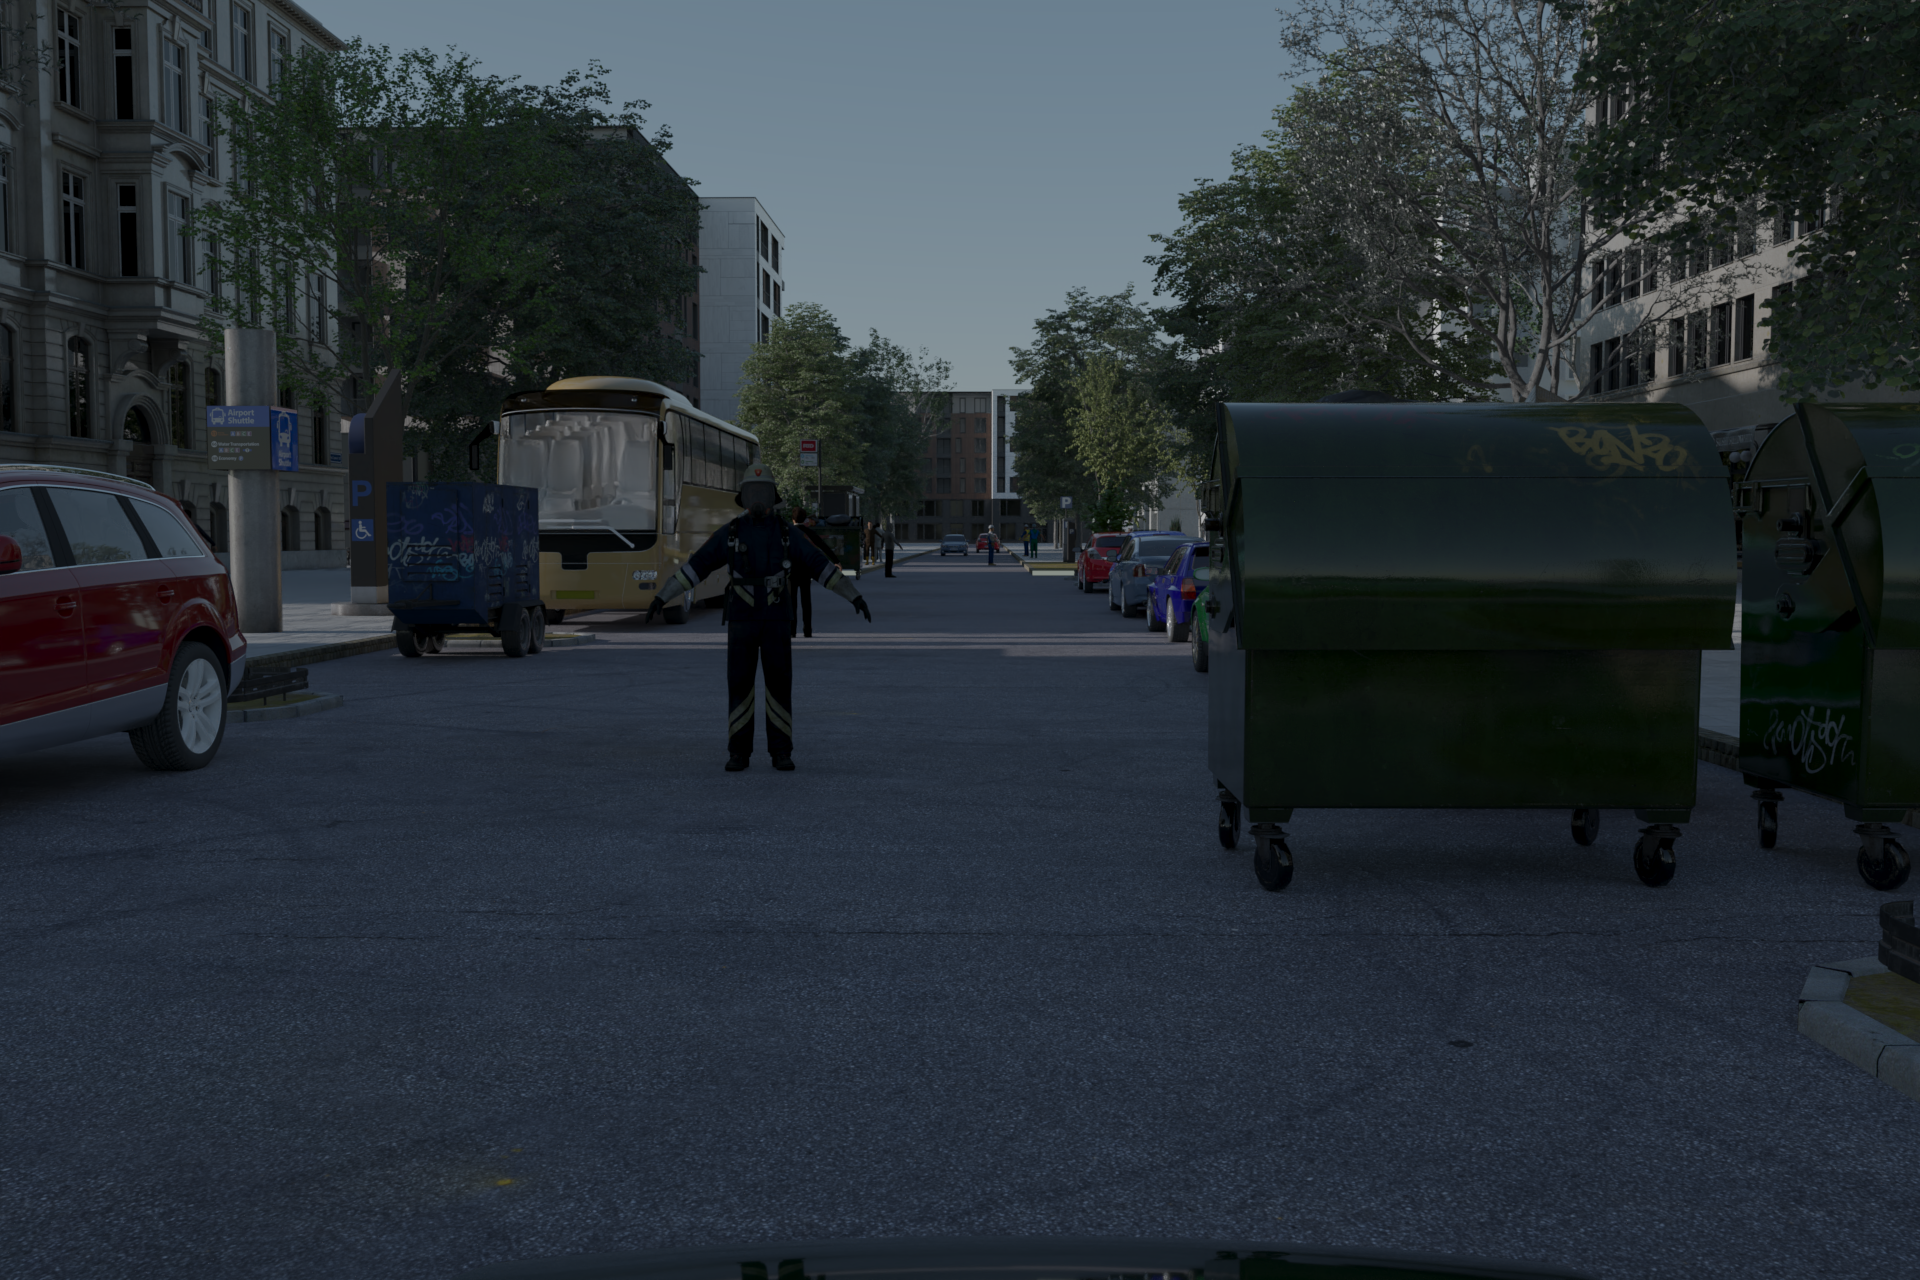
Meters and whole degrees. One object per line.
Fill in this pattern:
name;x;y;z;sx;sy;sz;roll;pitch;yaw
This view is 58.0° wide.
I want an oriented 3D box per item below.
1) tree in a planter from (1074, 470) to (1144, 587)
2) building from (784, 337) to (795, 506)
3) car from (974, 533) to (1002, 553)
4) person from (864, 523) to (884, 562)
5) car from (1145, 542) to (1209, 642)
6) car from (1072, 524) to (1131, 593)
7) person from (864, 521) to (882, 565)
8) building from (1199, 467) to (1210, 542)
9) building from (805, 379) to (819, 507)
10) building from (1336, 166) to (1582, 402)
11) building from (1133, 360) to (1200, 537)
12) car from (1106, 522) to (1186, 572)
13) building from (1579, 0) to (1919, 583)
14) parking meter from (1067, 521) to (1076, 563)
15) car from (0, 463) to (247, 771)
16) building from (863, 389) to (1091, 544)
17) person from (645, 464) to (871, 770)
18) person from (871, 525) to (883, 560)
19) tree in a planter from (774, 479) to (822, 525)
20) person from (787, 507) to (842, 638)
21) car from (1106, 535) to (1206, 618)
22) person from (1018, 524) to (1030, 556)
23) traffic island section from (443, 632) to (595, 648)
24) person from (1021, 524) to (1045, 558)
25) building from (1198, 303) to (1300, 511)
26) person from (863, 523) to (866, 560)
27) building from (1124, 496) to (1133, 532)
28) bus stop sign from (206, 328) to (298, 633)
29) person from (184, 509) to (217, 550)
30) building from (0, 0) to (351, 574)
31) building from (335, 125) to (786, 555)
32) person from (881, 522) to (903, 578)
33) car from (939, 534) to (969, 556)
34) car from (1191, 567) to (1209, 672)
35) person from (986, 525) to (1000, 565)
tree in a planter;4.181;-3.115;48.149;1.991;3.239;1.994;0;4;1
building;-22.451;-18.613;135.244;19.493;23.208;18.063;0;4;2
car;2.125;-7.554;132.547;2.155;1.783;4.494;0;3;0
person;-3.744;-4.470;79.270;1.347;1.806;0.705;0;4;-3
car;3.623;-0.715;24.273;1.945;1.354;3.894;0;3;0
car;3.912;-2.104;43.445;2.155;1.783;4.494;0;4;1
person;-3.719;-4.010;71.699;1.346;1.812;0.704;0;4;6
building;21.794;-10.459;113.147;9.099;9.664;28.070;0;4;1
building;-24.550;-20.071;194.623;16.747;18.905;31.486;0;4;1
building;25.808;-14.631;95.631;16.016;20.090;11.380;0;4;1
building;28.071;-19.464;184.695;16.747;18.905;31.486;0;4;1
car;3.976;-1.577;35.376;1.945;1.707;3.694;0;4;1
building;29.749;-14.458;38.553;24.374;26.755;37.873;0;4;1
parking meter;4.995;-4.382;77.360;0.399;1.863;0.255;0;4;1
car;-5.656;-0.023;9.054;2.281;1.827;5.304;0;4;1
building;2.273;-25.085;256.568;32.646;21.610;27.936;0;4;0
person;-1.219;-0.140;10.519;1.354;1.856;0.705;0;4;-5
person;-4.246;-4.844;85.924;1.216;1.740;0.721;0;4;-5
tree in a planter;-5.350;-3.620;56.409;1.991;3.239;1.994;0;4;1
person;-2.240;-0.938;23.981;1.347;1.806;0.705;-2;4;-24
car;3.659;-1.160;30.963;2.014;1.417;4.499;0;4;0
person;3.780;-5.717;99.440;0.705;1.833;1.349;2;4;31
traffic island section;-5.909;0.002;22.835;1.991;0.108;1.994;0;4;2
person;3.880;-5.204;91.214;1.347;1.817;0.704;-1;4;-22
building;24.969;-17.502;142.576;16.016;20.090;11.380;0;4;1
person;-4.725;-4.813;84.627;1.347;1.837;0.705;2;4;30
building;24.942;-17.377;226.264;9.099;9.664;28.070;0;4;1
bus stop sign;-9.191;-2.051;22.551;0.837;3.901;0.837;0;4;2
person;-16.843;-1.940;37.761;1.345;1.823;0.704;-3;5;-45
building;-28.699;-14.021;48.329;14.460;24.649;34.723;0;4;1
building;-26.370;-15.871;103.472;27.936;21.610;32.646;0;4;2
person;-2.298;-2.960;56.978;0.705;1.813;1.348;-2;4;-32
car;-0.359;-6.228;113.831;2.014;1.417;4.499;0;4;1
car;3.290;-0.477;16.597;1.959;1.807;4.718;0;4;1
person;1.456;-4.329;79.091;0.705;1.847;1.347;-1;4;-22
